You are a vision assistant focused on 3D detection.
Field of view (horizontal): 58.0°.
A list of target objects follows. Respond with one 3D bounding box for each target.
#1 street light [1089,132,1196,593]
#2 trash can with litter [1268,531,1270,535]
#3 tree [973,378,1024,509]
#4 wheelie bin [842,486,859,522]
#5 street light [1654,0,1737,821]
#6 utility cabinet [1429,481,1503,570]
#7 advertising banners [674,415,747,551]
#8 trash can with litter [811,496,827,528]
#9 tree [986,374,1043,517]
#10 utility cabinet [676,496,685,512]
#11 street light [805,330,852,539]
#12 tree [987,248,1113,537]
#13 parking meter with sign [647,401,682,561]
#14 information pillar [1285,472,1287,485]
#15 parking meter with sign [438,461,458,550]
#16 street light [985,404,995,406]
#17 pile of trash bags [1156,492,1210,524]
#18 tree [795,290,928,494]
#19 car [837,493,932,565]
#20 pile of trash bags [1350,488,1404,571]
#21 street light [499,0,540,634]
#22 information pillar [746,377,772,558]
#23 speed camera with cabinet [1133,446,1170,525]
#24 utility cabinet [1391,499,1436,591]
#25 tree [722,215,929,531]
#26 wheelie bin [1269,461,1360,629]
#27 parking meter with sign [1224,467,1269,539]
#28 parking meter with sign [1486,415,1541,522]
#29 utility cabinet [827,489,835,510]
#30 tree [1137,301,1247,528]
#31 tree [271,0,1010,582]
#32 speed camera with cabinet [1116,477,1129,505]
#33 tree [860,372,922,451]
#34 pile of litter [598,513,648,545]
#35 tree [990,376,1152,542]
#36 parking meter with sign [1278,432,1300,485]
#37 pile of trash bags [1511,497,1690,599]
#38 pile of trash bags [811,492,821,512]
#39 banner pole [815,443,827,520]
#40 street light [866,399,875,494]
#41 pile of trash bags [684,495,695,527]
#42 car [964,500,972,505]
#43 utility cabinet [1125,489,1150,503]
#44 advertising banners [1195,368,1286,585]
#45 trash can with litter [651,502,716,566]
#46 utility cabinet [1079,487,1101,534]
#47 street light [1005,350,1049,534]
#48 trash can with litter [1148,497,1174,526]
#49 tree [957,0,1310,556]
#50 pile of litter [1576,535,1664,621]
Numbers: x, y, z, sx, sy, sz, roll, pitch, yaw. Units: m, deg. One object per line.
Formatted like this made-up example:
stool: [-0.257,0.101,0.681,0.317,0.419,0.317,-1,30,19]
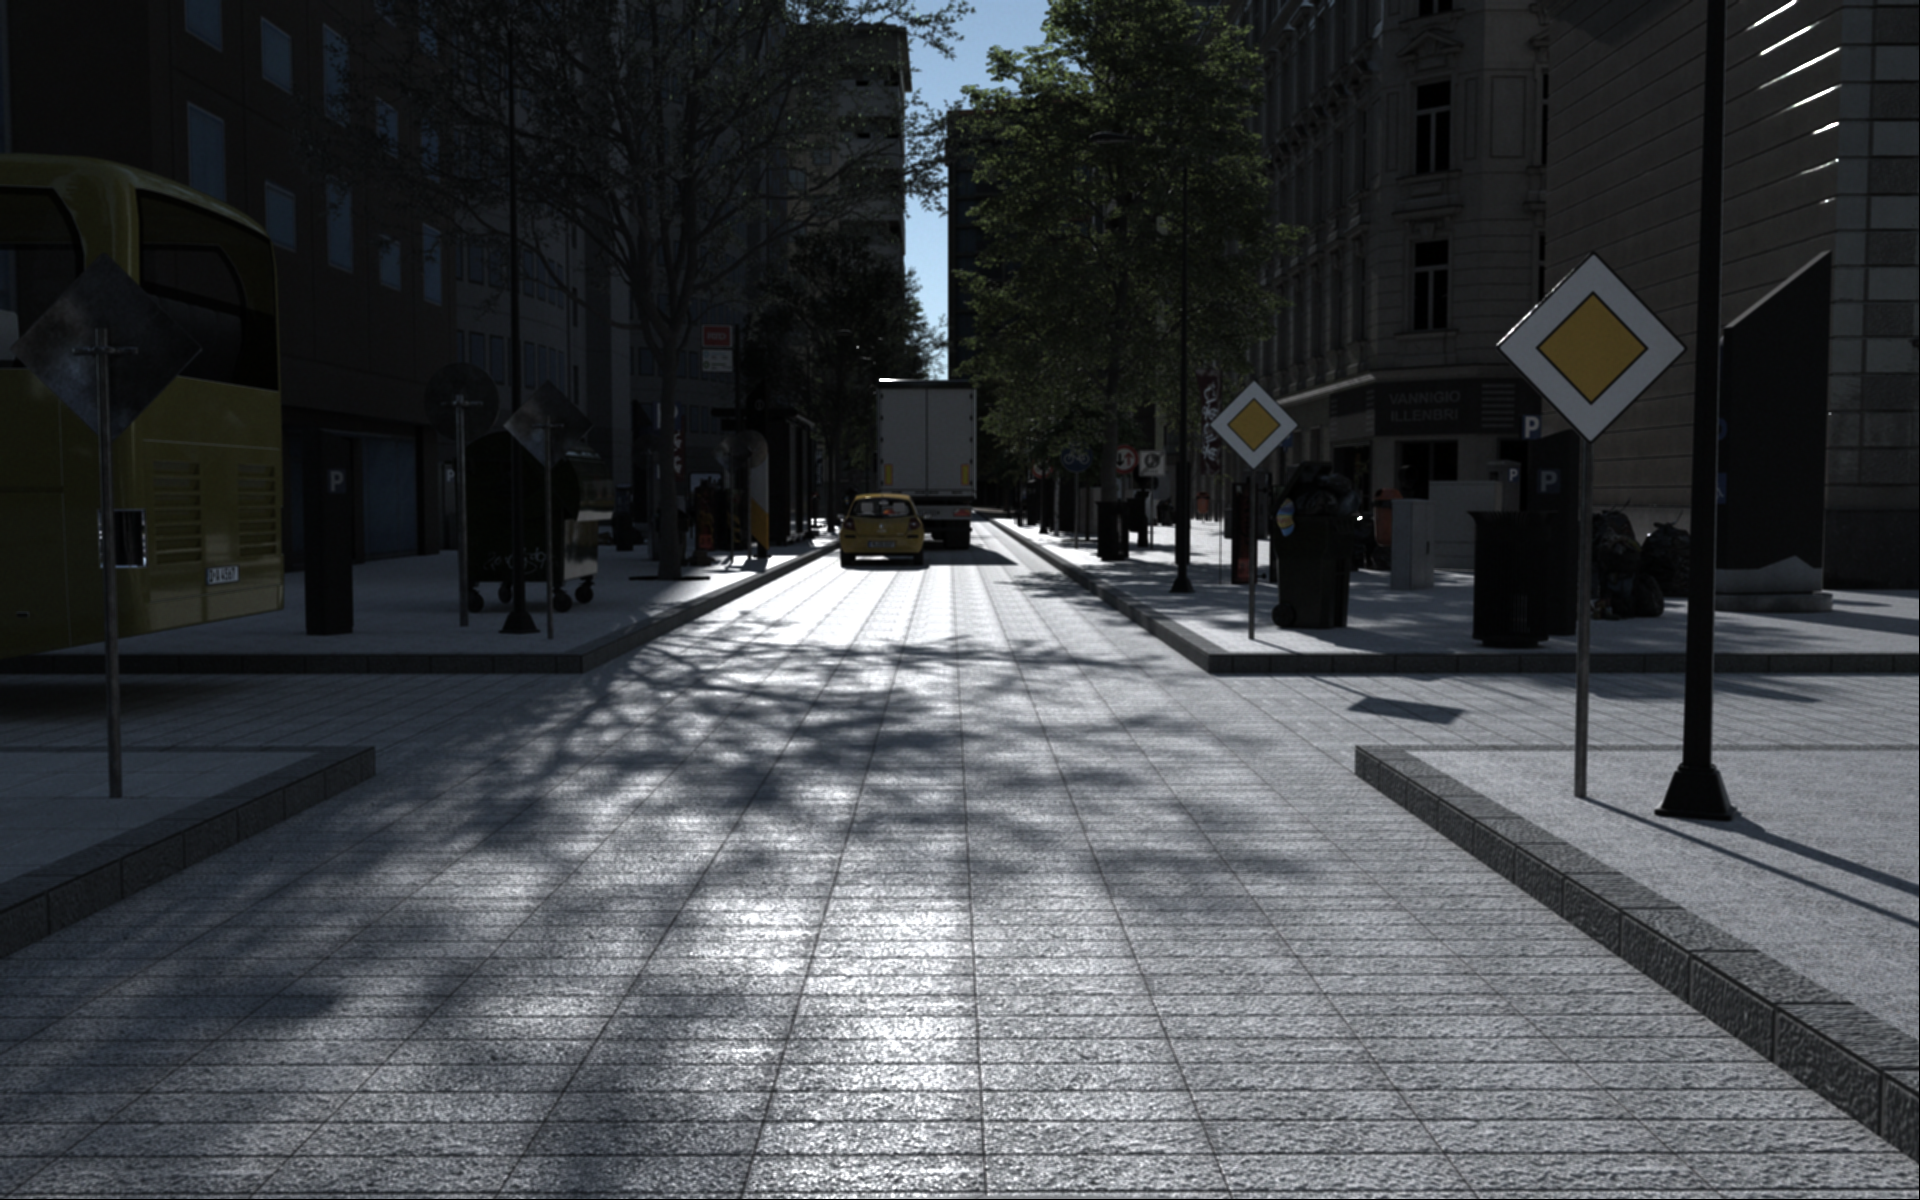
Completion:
street light: [2.359,-3.051,22.427,1.470,5.913,1.316,0,4,0]
trash can with litter: [9.974,-2.667,54.655,1.678,1.210,2.233,-2,4,-33]
tree: [3.233,-13.690,149.593,9.928,11.665,9.643,0,3,0]
wheelie bin: [-4.264,-3.663,67.795,0.693,1.594,0.980,0,4,1]
street light: [2.419,-2.095,6.790,1.470,5.913,1.316,0,4,0]
utility cabinet: [8.419,-1.235,28.873,1.173,1.500,0.318,3,5,42]
advertising banners: [-5.665,-2.594,38.604,2.074,3.025,0.090,-3,4,-38]
trash can with litter: [-5.621,-3.332,65.528,1.678,1.210,2.233,0,3,0]
tree: [3.597,-8.896,95.819,4.360,8.622,3.978,0,3,0]
utility cabinet: [-9.337,-2.744,56.019,1.020,1.237,0.306,3,5,42]
street light: [-3.758,-4.693,49.269,1.470,5.913,1.316,0,4,0]
tree: [2.872,-6.236,52.315,4.737,8.622,4.395,0,3,0]
parking meter with sign: [-5.752,-2.271,33.393,0.543,3.016,1.738,-1,4,-17]
information pillar: [10.978,-3.236,57.407,0.304,2.012,0.304,-2,4,-26]
parking meter with sign: [-12.012,-2.683,40.127,1.738,3.016,0.543,3,4,36]
street light: [1.982,-7.152,89.477,1.470,5.913,1.316,0,4,0]
pile of trash bags: [9.169,-4.020,75.472,3.447,1.369,1.912,1,4,12]
tree: [-4.818,-10.511,89.978,7.486,12.596,7.792,0,3,0]
car: [-1.599,-1.592,36.247,2.015,1.641,3.980,0,4,-1]
pile of trash bags: [6.782,-1.183,29.091,1.912,1.369,3.447,0,4,-3]
street light: [-3.540,-2.650,15.863,1.470,5.913,1.316,0,4,0]
information pillar: [-4.060,-2.659,34.828,0.504,3.616,0.183,2,4,27]
speed camera with cabinet: [7.908,-4.721,71.523,0.660,3.252,2.038,-2,4,-25]
utility cabinet: [6.146,-0.752,23.459,0.306,1.237,1.020,2,4,32]
tree: [-4.639,-7.618,58.969,8.767,10.594,7.601,2,4,31]
wheelie bin: [3.442,-0.539,16.716,0.693,1.594,0.980,3,4,38]
parking meter with sign: [8.489,-3.276,49.816,1.738,3.016,0.543,1,4,23]
parking meter with sign: [12.210,-2.608,38.899,0.543,3.016,1.738,-2,4,-23]
utility cabinet: [-5.491,-3.993,73.962,0.318,1.500,1.173,0,4,-2]
tree: [8.575,-6.981,64.499,4.360,8.622,3.978,0,3,0]
tree: [-4.393,-7.051,25.654,12.009,13.543,11.850,0,3,0]
speed camera with cabinet: [8.837,-5.860,90.154,2.038,3.252,0.660,-3,5,-44]
tree: [-4.947,-12.789,134.847,9.928,11.665,9.643,0,3,0]
pile of litter: [-8.732,-1.829,43.863,1.719,0.858,1.176,-1,4,-15]
tree: [3.540,-3.876,47.089,4.285,4.588,4.351,0,3,0]
parking meter with sign: [8.494,-2.878,43.309,0.543,3.016,1.738,-1,4,-21]
pile of trash bags: [8.869,-0.760,22.186,3.447,1.369,1.912,-1,4,-10]
pile of trash bags: [-8.182,-4.387,81.472,3.447,1.369,1.912,1,4,17]
banner pole: [-6.715,-5.764,84.264,0.863,3.779,0.401,2,4,30]
street light: [-3.899,-6.736,82.675,1.470,5.913,1.316,0,4,0]
pile of trash bags: [-11.380,-3.540,67.636,1.912,1.369,3.447,0,4,-2]
car: [-0.243,-5.847,105.827,2.015,1.641,3.980,0,4,-1]
utility cabinet: [8.050,-4.290,78.826,1.173,1.500,0.318,0,4,-5]
advertising banners: [4.082,-1.740,24.641,2.074,3.025,0.090,-3,4,-36]
trash can with litter: [-4.935,-1.193,30.895,1.055,1.170,0.624,-2,4,-35]
utility cabinet: [4.178,-2.874,55.671,0.318,1.500,1.173,-1,4,-17]
street light: [2.164,-5.094,55.832,1.470,5.913,1.316,0,4,0]
trash can with litter: [8.130,-3.584,69.986,1.055,1.170,0.624,1,4,12]
tree: [3.491,-7.194,35.752,7.486,12.596,7.792,0,3,0]
pile of litter: [6.653,-0.255,18.139,1.719,0.858,1.176,-1,4,-21]
